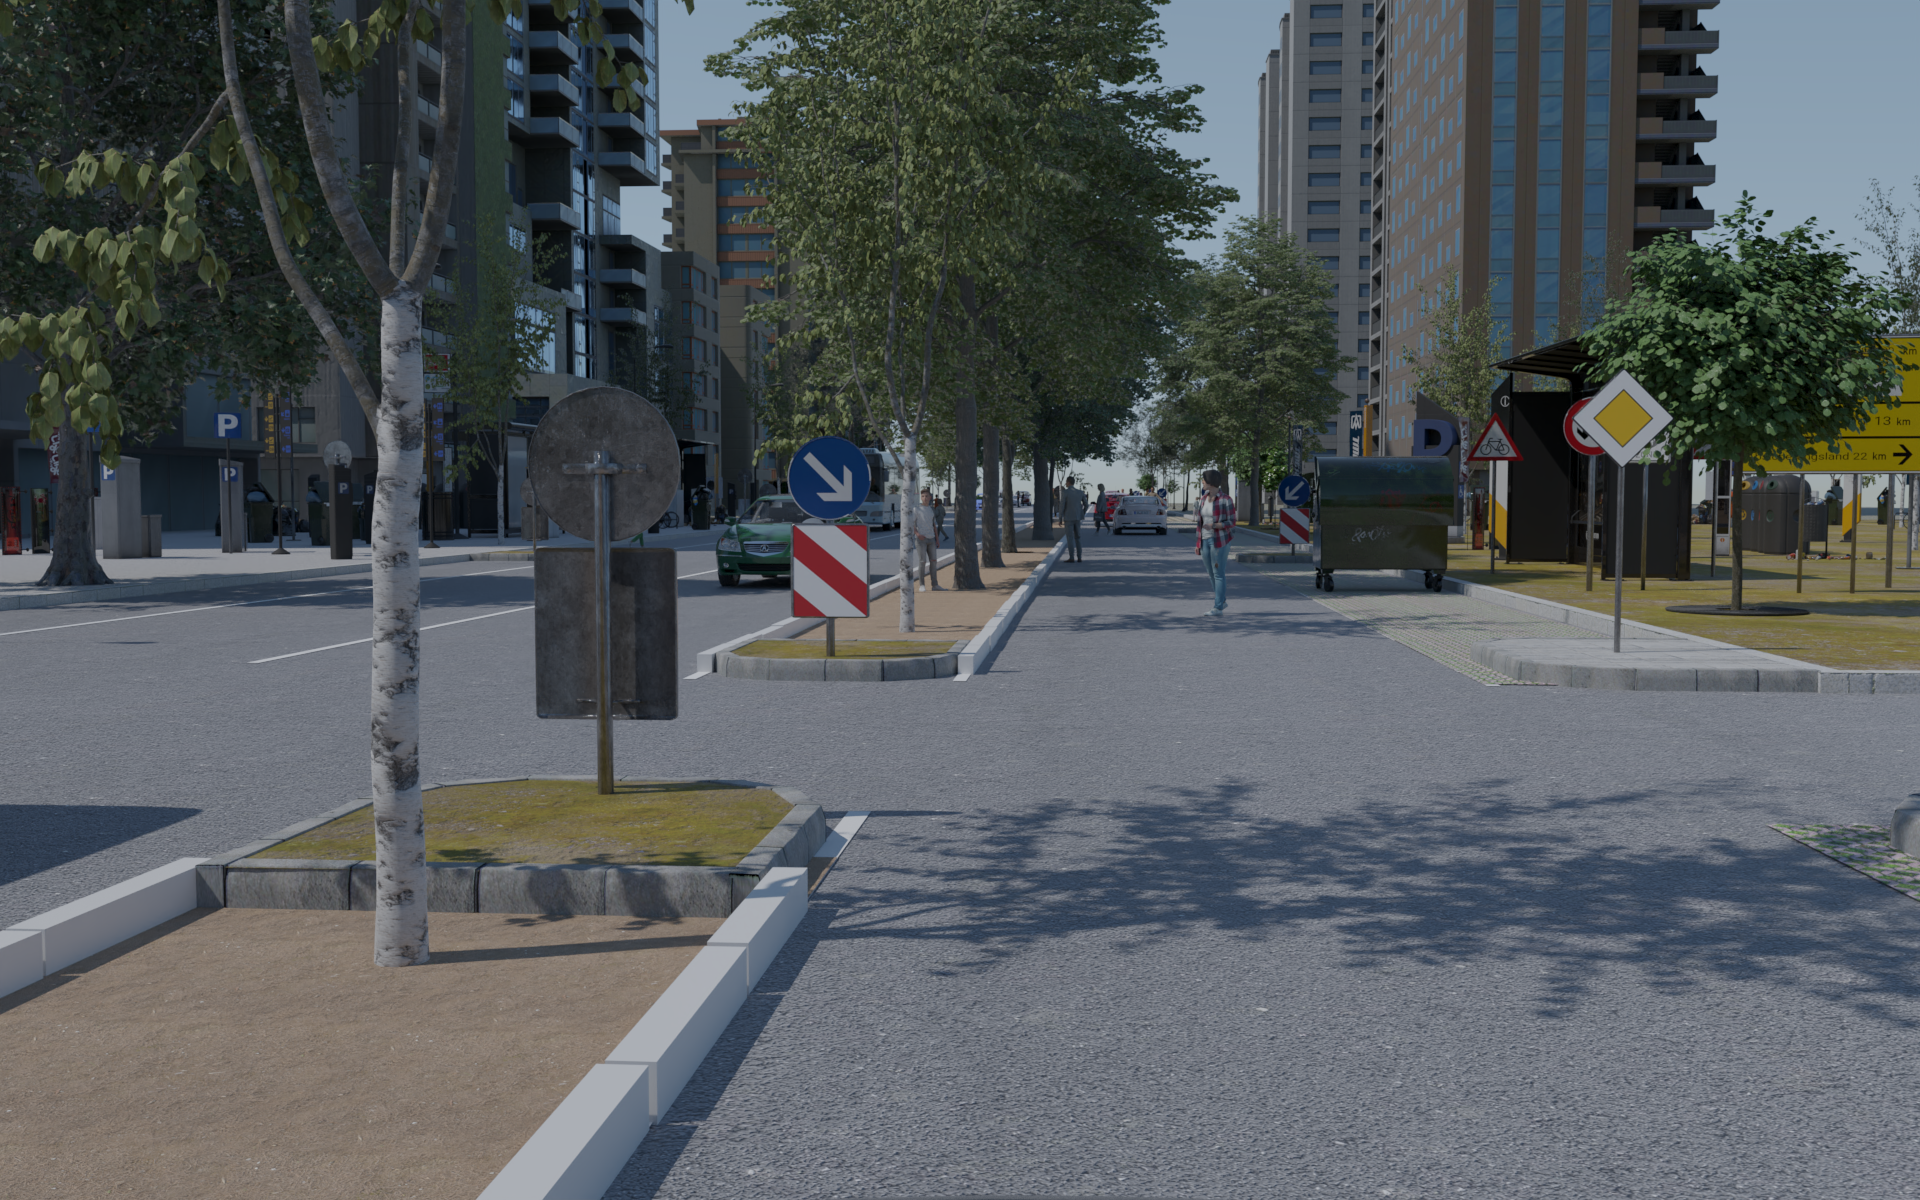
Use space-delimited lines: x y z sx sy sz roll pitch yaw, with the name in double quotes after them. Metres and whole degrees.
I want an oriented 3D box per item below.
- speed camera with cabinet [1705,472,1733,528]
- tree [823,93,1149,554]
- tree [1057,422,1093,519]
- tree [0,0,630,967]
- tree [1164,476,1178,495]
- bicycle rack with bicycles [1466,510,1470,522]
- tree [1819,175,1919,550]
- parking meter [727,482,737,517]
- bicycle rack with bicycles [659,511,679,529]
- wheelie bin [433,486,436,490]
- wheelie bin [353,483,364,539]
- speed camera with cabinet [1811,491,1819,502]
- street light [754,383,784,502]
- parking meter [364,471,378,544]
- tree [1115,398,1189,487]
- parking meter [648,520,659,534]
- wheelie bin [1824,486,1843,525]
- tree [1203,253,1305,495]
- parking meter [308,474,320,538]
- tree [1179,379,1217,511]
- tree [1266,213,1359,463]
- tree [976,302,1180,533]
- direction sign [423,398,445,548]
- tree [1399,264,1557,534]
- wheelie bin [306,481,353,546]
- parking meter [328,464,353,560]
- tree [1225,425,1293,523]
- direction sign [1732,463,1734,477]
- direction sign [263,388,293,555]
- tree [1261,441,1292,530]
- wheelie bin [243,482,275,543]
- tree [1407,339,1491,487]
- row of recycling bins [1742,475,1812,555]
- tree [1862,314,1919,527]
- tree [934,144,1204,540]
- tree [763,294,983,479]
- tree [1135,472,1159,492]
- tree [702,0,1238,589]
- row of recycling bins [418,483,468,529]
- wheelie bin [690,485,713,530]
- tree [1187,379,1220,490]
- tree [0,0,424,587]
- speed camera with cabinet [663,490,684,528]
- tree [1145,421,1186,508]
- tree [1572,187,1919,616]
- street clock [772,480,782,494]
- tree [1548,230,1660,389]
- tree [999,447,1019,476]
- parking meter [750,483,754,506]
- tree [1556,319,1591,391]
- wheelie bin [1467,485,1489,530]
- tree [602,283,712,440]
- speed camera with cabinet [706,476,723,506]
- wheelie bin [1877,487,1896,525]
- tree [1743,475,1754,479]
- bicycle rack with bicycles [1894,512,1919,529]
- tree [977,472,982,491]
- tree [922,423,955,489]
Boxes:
29.464 -4.400 66.270 2.038 3.252 0.660 -2 4 -26 "speed camera with cabinet"
1.087 -6.942 41.710 9.928 11.665 9.643 0 3 0 "tree"
5.157 -8.250 87.709 4.360 8.622 3.978 0 3 0 "tree"
-1.723 -3.207 5.261 4.737 8.622 4.395 0 3 0 "tree"
22.179 -11.404 181.053 1.663 3.219 1.824 0 3 0 "tree"
21.350 -3.935 77.727 2.925 0.926 2.852 1 4 20 "bicycle rack with bicycles"
21.601 -5.441 39.330 4.360 8.622 3.978 0 3 0 "tree"
-10.940 -4.736 83.140 0.399 1.863 0.255 0 4 4 "parking meter"
-11.743 -3.123 64.441 2.925 0.926 2.852 -1 4 -18 "bicycle rack with bicycles"
-20.239 -3.616 67.035 0.980 1.594 0.693 -1 4 -18 "wheelie bin"
-17.339 -2.526 49.201 0.980 1.594 0.693 -3 5 -41 "wheelie bin"
39.125 -5.312 81.183 2.038 3.252 0.660 2 4 33 "speed camera with cabinet"
-8.089 -6.137 72.886 1.470 5.913 1.316 0 4 5 "street light"
-15.059 -2.368 44.434 0.399 1.863 0.255 1 4 21 "parking meter"
23.895 -18.620 214.802 12.009 13.543 11.850 0 3 0 "tree"
-9.981 -2.934 56.385 0.372 1.533 0.369 0 3 0 "parking meter"
35.888 -3.860 71.026 0.980 1.594 0.693 -2 4 -25 "wheelie bin"
14.005 -11.283 91.137 9.857 13.997 8.962 0 3 0 "tree"
-19.087 -2.783 51.212 0.255 1.863 0.399 0 4 -3 "parking meter"
17.939 -12.239 134.524 7.601 10.594 8.767 1 4 15 "tree"
12.356 -9.296 70.114 7.486 12.596 7.792 0 3 0 "tree"
3.164 -7.655 62.026 8.767 10.594 7.601 0 4 5 "tree"
-12.520 -2.994 40.956 0.876 3.537 0.379 2 4 26 "direction sign"
16.032 -6.393 54.888 4.737 8.622 4.395 0 3 0 "tree"
-15.811 -2.150 43.068 0.693 1.594 0.980 2 4 32 "wheelie bin"
-12.132 -1.728 33.963 0.255 1.863 0.399 3 5 42 "parking meter"
13.473 -5.717 77.183 4.285 4.588 4.351 0 3 0 "tree"
34.309 -5.247 77.783 0.876 3.537 0.379 1 4 17 "direction sign"
-14.448 -2.737 36.742 0.876 3.537 0.379 2 4 31 "direction sign"
11.387 -4.168 62.741 1.663 3.219 1.824 0 3 0 "tree"
-18.462 -2.304 45.584 0.693 1.594 0.980 -3 4 -38 "wheelie bin"
22.966 -8.012 81.353 4.360 8.622 3.978 0 3 0 "tree"
17.884 -1.894 38.078 1.069 1.692 3.534 1 4 12 "row of recycling bins"
36.366 -7.117 66.728 4.737 8.622 4.395 0 3 0 "tree"
2.568 -8.808 53.130 9.857 13.997 8.962 0 3 0 "tree"
-6.812 -11.732 102.193 12.009 13.543 11.850 0 3 0 "tree"
25.676 -15.458 236.448 4.285 4.588 4.351 0 3 0 "tree"
0.175 -6.407 25.340 7.486 12.596 7.792 0 3 0 "tree"
-18.569 -3.472 63.876 3.534 1.692 1.069 -3 4 -37 "row of recycling bins"
-9.252 -3.316 62.121 0.693 1.594 0.980 0 4 8 "wheelie bin"
14.979 -9.234 101.345 4.737 8.622 4.395 0 3 0 "tree"
-12.472 -6.561 24.287 9.611 12.733 9.660 0 3 0 "tree"
-11.263 -4.442 66.964 0.660 3.252 2.038 0 4 8 "speed camera with cabinet"
19.210 -12.840 160.303 4.360 8.622 3.978 0 3 0 "tree"
8.456 -2.146 18.801 4.285 4.588 4.351 0 3 0 "tree"
-9.183 -5.048 87.103 0.471 2.002 0.358 -1 4 -17 "street clock"
18.816 -6.047 49.231 4.360 8.622 3.978 0 3 0 "tree"
3.835 -20.307 242.394 12.009 13.543 11.850 0 3 0 "tree"
-10.560 -5.048 88.250 0.255 1.863 0.399 -1 4 -12 "parking meter"
25.450 -7.445 72.085 4.737 8.622 4.395 0 3 0 "tree"
18.345 -3.265 61.296 0.980 1.594 0.693 1 4 10 "wheelie bin"
-10.827 -6.778 61.175 4.360 8.622 3.978 0 3 0 "tree"
-13.338 -5.867 90.260 2.038 3.252 0.660 2 4 31 "speed camera with cabinet"
38.656 -3.938 72.297 0.693 1.594 0.980 2 4 31 "wheelie bin"
38.662 -8.224 84.829 4.360 8.622 3.978 0 3 0 "tree"
35.139 -2.978 62.072 2.925 0.926 2.852 -1 4 -16 "bicycle rack with bicycles"
0.962 -13.551 205.273 4.285 4.588 4.351 0 3 0 "tree"
-2.076 -13.223 166.558 4.360 8.622 3.978 0 3 0 "tree"
